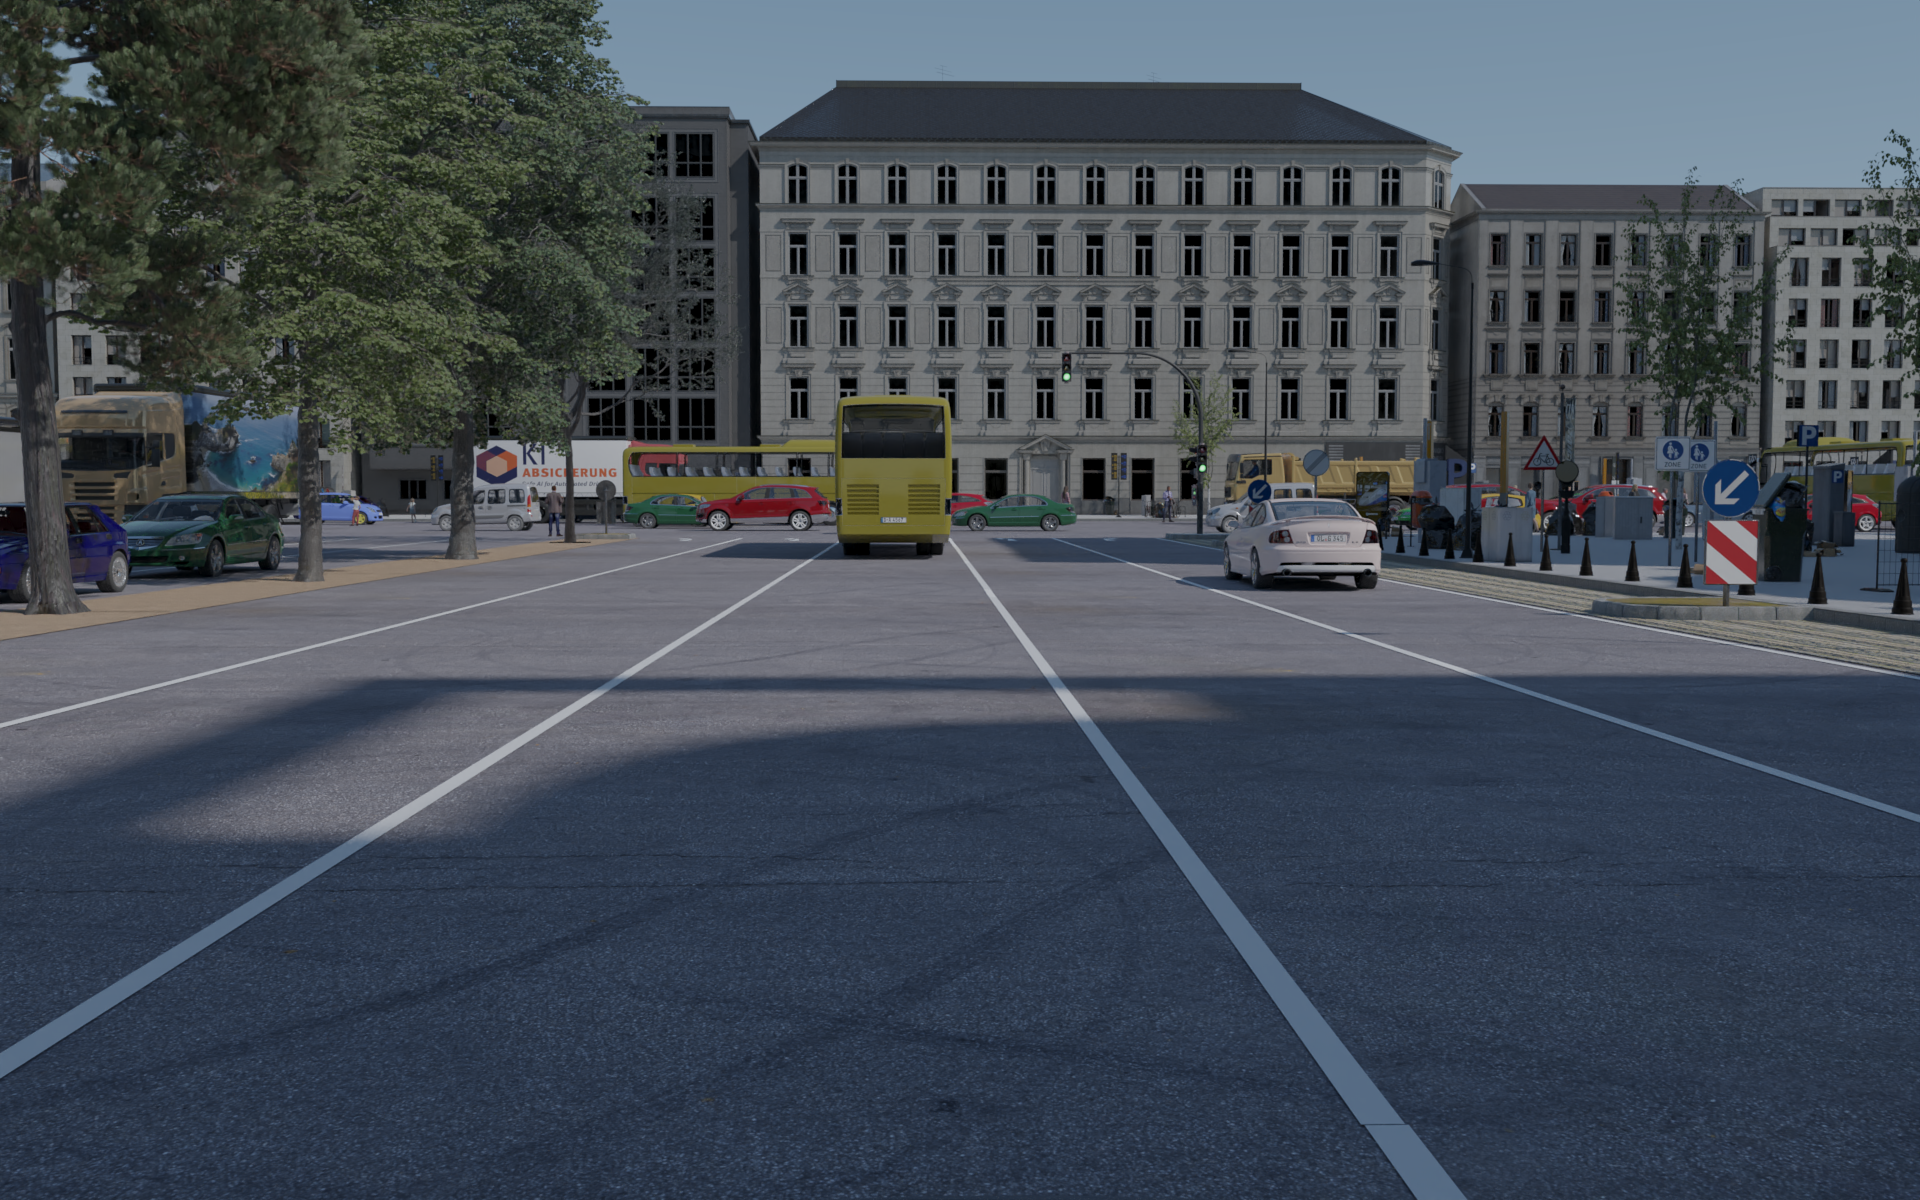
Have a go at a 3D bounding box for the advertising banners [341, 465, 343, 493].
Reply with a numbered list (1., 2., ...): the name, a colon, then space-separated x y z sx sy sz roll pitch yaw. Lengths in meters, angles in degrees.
1. advertising banners: -36.790 -6.542 103.151 0.090 3.025 2.074 -1 4 -17

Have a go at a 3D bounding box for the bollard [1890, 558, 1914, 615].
1. bollard: 10.062 -0.149 18.475 0.229 0.601 0.229 0 3 0

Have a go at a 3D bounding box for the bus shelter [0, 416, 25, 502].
1. bus shelter: -26.688 -4.048 43.819 2.179 5.291 8.768 0 4 -2

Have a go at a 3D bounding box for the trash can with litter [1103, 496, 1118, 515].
1. trash can with litter: 9.175 -5.723 104.955 0.624 1.170 1.055 3 4 38

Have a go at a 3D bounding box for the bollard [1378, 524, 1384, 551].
1. bollard: 9.541 -1.428 39.394 0.229 0.601 0.229 0 3 0

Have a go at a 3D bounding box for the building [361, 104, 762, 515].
1. building: -24.938 -19.437 111.295 24.014 27.812 14.314 0 4 -1

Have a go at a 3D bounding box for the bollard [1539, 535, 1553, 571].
1. bollard: 9.803 -0.790 28.964 0.229 0.601 0.229 0 3 0

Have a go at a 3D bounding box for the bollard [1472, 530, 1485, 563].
1. bollard: 9.714 -1.003 32.448 0.229 0.601 0.229 0 3 0

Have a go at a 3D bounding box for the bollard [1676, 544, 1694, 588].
1. bollard: 9.936 -0.470 23.727 0.229 0.601 0.229 0 3 0

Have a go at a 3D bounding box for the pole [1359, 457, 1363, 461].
1. pole: 21.950 -6.184 94.951 0.158 3.312 0.155 0 3 0

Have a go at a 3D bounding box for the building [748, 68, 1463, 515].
1. building: 9.087 -20.618 113.521 44.131 29.872 17.030 0 4 -1

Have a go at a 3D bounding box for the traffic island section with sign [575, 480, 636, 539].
1. traffic island section with sign: -11.449 -2.895 55.478 2.006 1.907 1.989 0 4 -1

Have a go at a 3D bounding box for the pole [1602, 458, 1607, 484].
1. pole: 36.889 -6.443 99.191 0.158 3.312 0.155 0 3 0

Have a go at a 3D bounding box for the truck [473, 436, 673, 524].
1. truck: -18.280 -5.858 84.692 11.283 4.237 2.839 0 4 -1

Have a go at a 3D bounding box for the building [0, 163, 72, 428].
1. building: -72.093 -17.782 109.818 34.723 24.649 14.460 0 4 -1

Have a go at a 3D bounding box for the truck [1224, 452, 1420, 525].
1. truck: 16.637 -5.265 82.002 9.791 3.379 3.469 0 4 -3

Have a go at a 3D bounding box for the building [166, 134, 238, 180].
1. building: -80.163 -31.049 191.237 14.086 41.232 14.154 0 4 -1

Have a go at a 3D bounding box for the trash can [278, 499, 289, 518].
1. trash can: -35.792 -4.888 91.565 0.748 1.137 0.748 0 3 0

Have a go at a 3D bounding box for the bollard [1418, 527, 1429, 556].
1. bollard: 9.628 -1.216 35.921 0.229 0.601 0.229 0 3 0

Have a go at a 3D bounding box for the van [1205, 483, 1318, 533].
1. van: 11.130 -3.479 63.899 4.112 2.044 2.013 0 4 -1

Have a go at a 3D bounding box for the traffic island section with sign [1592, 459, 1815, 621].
1. traffic island section with sign: 8.625 -0.722 20.439 1.989 1.847 2.006 0 4 -1

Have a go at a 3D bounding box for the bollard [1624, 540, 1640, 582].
1. bollard: 9.892 -0.576 25.463 0.229 0.601 0.229 0 3 0

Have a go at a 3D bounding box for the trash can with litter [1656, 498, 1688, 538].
1. trash can with litter: 22.032 -2.588 53.697 0.624 1.170 1.055 -1 4 -19

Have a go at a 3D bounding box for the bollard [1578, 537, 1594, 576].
1. bollard: 9.843 -0.683 27.213 0.229 0.601 0.229 0 3 0

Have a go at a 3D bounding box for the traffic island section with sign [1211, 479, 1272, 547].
1. traffic island section with sign: 7.939 -2.371 47.386 1.989 1.847 2.006 0 4 -1

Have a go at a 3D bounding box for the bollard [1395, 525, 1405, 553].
1. bollard: 9.581 -1.322 37.658 0.229 0.601 0.229 0 3 0

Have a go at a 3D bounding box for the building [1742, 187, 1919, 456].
1. building: 58.211 -15.708 111.574 16.860 20.320 10.420 0 4 -1

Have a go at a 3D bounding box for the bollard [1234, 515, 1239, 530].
1. bollard: 9.095 -2.494 56.816 0.229 0.601 0.229 0 3 0

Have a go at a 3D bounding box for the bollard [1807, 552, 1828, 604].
1. bollard: 10.023 -0.256 20.224 0.229 0.601 0.229 0 3 0

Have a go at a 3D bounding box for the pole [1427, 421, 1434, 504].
1. pole: 13.184 -3.353 48.663 0.158 3.312 0.155 0 3 0

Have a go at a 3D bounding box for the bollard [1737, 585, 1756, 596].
1. bollard: 9.979 -0.362 21.960 0.229 0.601 0.229 0 3 0

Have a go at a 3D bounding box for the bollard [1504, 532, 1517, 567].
1. bollard: 9.755 -0.897 30.700 0.229 0.601 0.229 0 3 0

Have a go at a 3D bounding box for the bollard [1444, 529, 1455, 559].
1. bollard: 9.668 -1.110 34.185 0.229 0.601 0.229 0 3 0

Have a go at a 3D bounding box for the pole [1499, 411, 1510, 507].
1. pole: 13.440 -2.992 42.767 0.158 3.312 0.155 0 3 0

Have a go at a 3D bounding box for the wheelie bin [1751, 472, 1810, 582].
1. wheelie bin: 12.084 -1.078 25.540 0.693 1.594 0.980 0 4 6

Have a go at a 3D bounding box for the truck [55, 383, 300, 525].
1. truck: -20.750 -3.503 46.195 2.839 4.237 11.283 0 4 -1

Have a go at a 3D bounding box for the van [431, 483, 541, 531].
1. van: -18.504 -3.702 67.541 4.112 2.044 2.013 0 4 1

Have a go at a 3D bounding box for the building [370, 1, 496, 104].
1. building: -50.212 -31.097 158.542 14.600 45.320 14.200 0 4 -1

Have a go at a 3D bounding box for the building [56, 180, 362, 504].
1. building: -45.596 -15.537 108.777 16.860 20.320 10.420 0 4 -1

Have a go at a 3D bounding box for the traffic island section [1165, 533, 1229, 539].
1. traffic island section: 7.728 -2.045 55.722 2.009 0.180 2.903 0 4 -1

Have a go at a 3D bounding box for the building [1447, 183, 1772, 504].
1. building: 40.369 -16.010 110.914 18.267 20.994 9.793 0 4 -1
